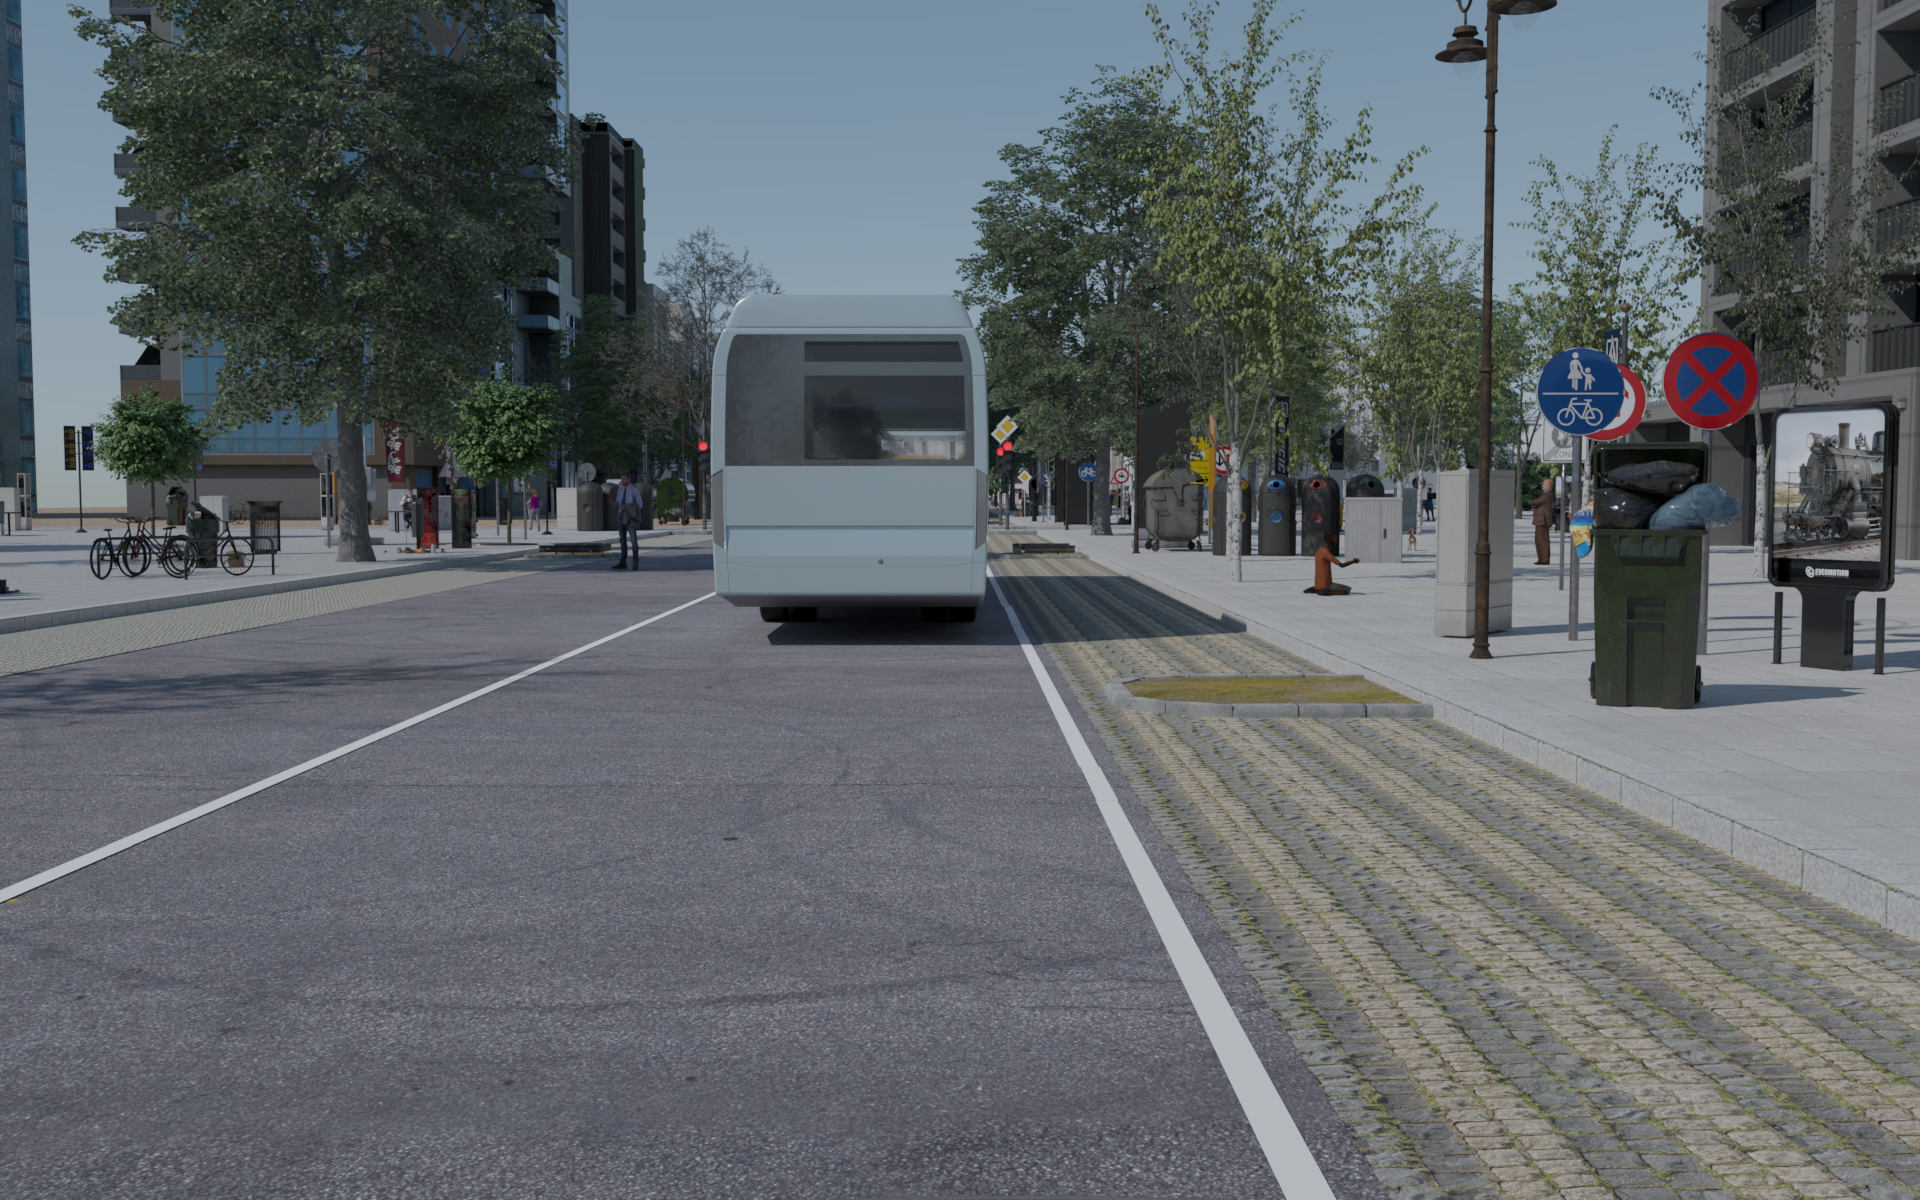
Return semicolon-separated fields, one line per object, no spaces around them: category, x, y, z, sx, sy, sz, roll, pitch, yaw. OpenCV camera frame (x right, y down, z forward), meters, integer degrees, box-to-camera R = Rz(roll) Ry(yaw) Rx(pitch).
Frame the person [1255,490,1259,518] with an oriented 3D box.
person;16.095;-5.421;94.808;0.434;1.807;0.598;-3;5;-43

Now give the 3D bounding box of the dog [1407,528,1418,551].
dog;10.250;-1.372;39.265;0.406;0.507;0.540;-2;4;-25

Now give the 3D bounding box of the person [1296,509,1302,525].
person;14.004;-3.592;72.694;0.695;0.859;0.347;-3;4;-36

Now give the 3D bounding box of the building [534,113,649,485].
building;-32.571;-22.196;134.599;14.160;30.474;14.107;0;4;0

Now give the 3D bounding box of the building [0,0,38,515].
building;-68.690;-28.977;93.378;30.456;49.044;23.786;0;4;0

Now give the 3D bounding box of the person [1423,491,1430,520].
person;22.557;-4.727;84.255;0.530;1.710;0.541;-1;4;-18

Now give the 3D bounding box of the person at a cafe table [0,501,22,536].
person at a cafe table;-29.689;-2.579;53.020;1.698;1.238;1.726;-3;5;-42

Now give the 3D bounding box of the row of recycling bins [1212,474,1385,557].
row of recycling bins;6.983;-1.758;35.863;3.534;1.692;1.069;1;4;16

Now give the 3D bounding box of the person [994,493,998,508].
person;3.362;-9.416;159.965;0.705;1.831;1.348;0;4;-4

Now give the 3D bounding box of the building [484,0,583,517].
building;-36.996;-48.788;110.348;22.319;86.520;31.000;0;4;0

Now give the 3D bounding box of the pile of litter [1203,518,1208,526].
pile of litter;10.221;-3.484;70.925;1.176;0.858;1.719;3;4;38

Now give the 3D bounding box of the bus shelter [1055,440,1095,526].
bus shelter;4.691;-5.017;73.303;1.731;3.624;6.357;0;4;0

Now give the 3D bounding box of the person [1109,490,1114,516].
person;8.670;-5.586;99.921;0.480;1.512;0.613;0;4;4

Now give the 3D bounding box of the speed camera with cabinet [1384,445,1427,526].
speed camera with cabinet;17.821;-4.629;70.026;2.038;3.252;0.660;1;4;12

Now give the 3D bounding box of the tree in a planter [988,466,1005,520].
tree in a planter;1.493;-6.017;95.596;1.991;3.239;1.994;0;4;0

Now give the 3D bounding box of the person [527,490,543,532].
person;-14.587;-3.052;59.182;0.726;1.434;0.776;-3;4;-38

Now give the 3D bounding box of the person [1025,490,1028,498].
person;8.020;-12.488;210.949;1.217;1.743;0.721;3;5;41

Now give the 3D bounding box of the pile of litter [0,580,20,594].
pile of litter;-12.994;-0.494;22.045;1.719;0.858;1.176;-1;4;-16

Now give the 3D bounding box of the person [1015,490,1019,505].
person;6.454;-11.642;197.061;0.551;1.740;0.621;1;4;12

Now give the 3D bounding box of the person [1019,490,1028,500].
person;7.481;-12.105;204.051;1.348;1.812;0.705;-2;4;-27

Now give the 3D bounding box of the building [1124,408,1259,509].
building;21.118;-13.445;161.977;9.099;9.664;28.070;0;4;0

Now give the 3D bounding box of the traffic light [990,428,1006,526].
traffic light;1.622;-4.945;69.768;0.839;4.253;0.868;0;4;0

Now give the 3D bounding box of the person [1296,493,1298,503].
person;19.787;-5.675;102.731;0.435;1.345;0.340;-2;4;-23

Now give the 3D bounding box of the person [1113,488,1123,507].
person;15.305;-9.897;167.792;1.348;1.831;0.705;-1;4;-10

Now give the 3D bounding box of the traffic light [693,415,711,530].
traffic light;-9.089;-4.451;61.700;0.839;4.253;0.868;0;4;0

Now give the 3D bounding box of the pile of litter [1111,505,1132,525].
pile of litter;7.177;-3.634;73.382;1.719;0.858;1.176;0;4;-4

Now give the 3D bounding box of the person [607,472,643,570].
person;-6.361;-1.489;32.706;0.709;1.838;0.599;2;4;28

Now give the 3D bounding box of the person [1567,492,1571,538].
person;17.975;-2.501;50.849;0.340;1.345;0.435;-1;4;-16

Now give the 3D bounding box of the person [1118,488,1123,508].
person;14.653;-9.335;158.698;0.705;1.821;1.348;2;4;30

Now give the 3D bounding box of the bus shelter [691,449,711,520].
bus shelter;-12.596;-6.015;89.624;1.731;3.624;6.357;0;4;-1

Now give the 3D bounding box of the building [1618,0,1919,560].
building;28.550;-36.555;35.931;20.563;71.187;20.611;0;4;0

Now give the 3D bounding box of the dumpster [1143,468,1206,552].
dumpster;4.852;-2.042;39.140;1.264;1.857;1.865;0;4;0

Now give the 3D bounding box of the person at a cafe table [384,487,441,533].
person at a cafe table;-18.285;-3.012;57.754;1.698;1.524;1.622;-2;4;-24

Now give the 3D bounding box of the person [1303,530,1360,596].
person;4.761;-0.472;22.040;0.655;0.850;0.859;0;4;-3

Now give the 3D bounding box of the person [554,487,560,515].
person;-24.960;-6.153;107.450;0.445;1.727;0.742;-1;4;-12

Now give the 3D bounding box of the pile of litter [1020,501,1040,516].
pile of litter;3.905;-5.270;100.131;1.719;0.858;1.176;-2;4;-30

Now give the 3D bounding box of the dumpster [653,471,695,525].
dumpster;-12.007;-4.298;72.771;1.502;2.255;1.985;0;4;0

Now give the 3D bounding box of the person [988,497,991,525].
person;1.005;-3.885;72.700;0.565;1.739;0.600;-3;5;-40

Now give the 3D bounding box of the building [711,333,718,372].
building;-41.916;-20.284;198.101;31.486;18.905;16.747;0;4;0

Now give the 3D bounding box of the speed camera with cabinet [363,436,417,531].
speed camera with cabinet;-19.832;-4.013;59.947;2.038;3.252;0.660;-1;4;-18

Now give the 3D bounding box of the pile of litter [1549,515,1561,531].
pile of litter;21.221;-2.846;60.490;1.176;0.858;1.719;0;4;3

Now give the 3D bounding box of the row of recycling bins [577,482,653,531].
row of recycling bins;-12.032;-3.286;60.843;1.069;1.692;3.534;2;4;29

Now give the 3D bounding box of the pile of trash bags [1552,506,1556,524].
pile of trash bags;25.906;-3.851;72.712;1.912;1.369;3.447;-3;5;-44

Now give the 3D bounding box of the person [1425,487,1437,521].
person;22.495;-4.568;82.604;0.647;1.594;0.662;2;4;32

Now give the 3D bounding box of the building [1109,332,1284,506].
building;25.039;-19.877;191.442;16.747;18.905;31.486;0;4;0

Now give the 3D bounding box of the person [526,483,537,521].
person;-20.253;-4.628;81.845;0.598;1.807;0.434;-1;4;-9

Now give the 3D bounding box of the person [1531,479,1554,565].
person;10.505;-1.403;31.259;0.388;1.546;0.482;1;4;18

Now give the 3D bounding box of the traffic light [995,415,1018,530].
traffic light;1.672;-4.456;61.783;0.839;4.253;0.868;0;4;0

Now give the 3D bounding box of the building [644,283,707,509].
building;-34.145;-18.028;161.223;16.747;18.905;31.486;0;4;0

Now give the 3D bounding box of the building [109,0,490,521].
building;-33.182;-26.846;89.040;14.600;45.320;14.200;0;4;0

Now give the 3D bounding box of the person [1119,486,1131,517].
person;9.200;-5.437;95.656;0.376;1.734;0.841;-3;5;-42

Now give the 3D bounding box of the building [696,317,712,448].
building;-34.252;-19.949;182.578;16.016;20.091;11.380;0;4;0
